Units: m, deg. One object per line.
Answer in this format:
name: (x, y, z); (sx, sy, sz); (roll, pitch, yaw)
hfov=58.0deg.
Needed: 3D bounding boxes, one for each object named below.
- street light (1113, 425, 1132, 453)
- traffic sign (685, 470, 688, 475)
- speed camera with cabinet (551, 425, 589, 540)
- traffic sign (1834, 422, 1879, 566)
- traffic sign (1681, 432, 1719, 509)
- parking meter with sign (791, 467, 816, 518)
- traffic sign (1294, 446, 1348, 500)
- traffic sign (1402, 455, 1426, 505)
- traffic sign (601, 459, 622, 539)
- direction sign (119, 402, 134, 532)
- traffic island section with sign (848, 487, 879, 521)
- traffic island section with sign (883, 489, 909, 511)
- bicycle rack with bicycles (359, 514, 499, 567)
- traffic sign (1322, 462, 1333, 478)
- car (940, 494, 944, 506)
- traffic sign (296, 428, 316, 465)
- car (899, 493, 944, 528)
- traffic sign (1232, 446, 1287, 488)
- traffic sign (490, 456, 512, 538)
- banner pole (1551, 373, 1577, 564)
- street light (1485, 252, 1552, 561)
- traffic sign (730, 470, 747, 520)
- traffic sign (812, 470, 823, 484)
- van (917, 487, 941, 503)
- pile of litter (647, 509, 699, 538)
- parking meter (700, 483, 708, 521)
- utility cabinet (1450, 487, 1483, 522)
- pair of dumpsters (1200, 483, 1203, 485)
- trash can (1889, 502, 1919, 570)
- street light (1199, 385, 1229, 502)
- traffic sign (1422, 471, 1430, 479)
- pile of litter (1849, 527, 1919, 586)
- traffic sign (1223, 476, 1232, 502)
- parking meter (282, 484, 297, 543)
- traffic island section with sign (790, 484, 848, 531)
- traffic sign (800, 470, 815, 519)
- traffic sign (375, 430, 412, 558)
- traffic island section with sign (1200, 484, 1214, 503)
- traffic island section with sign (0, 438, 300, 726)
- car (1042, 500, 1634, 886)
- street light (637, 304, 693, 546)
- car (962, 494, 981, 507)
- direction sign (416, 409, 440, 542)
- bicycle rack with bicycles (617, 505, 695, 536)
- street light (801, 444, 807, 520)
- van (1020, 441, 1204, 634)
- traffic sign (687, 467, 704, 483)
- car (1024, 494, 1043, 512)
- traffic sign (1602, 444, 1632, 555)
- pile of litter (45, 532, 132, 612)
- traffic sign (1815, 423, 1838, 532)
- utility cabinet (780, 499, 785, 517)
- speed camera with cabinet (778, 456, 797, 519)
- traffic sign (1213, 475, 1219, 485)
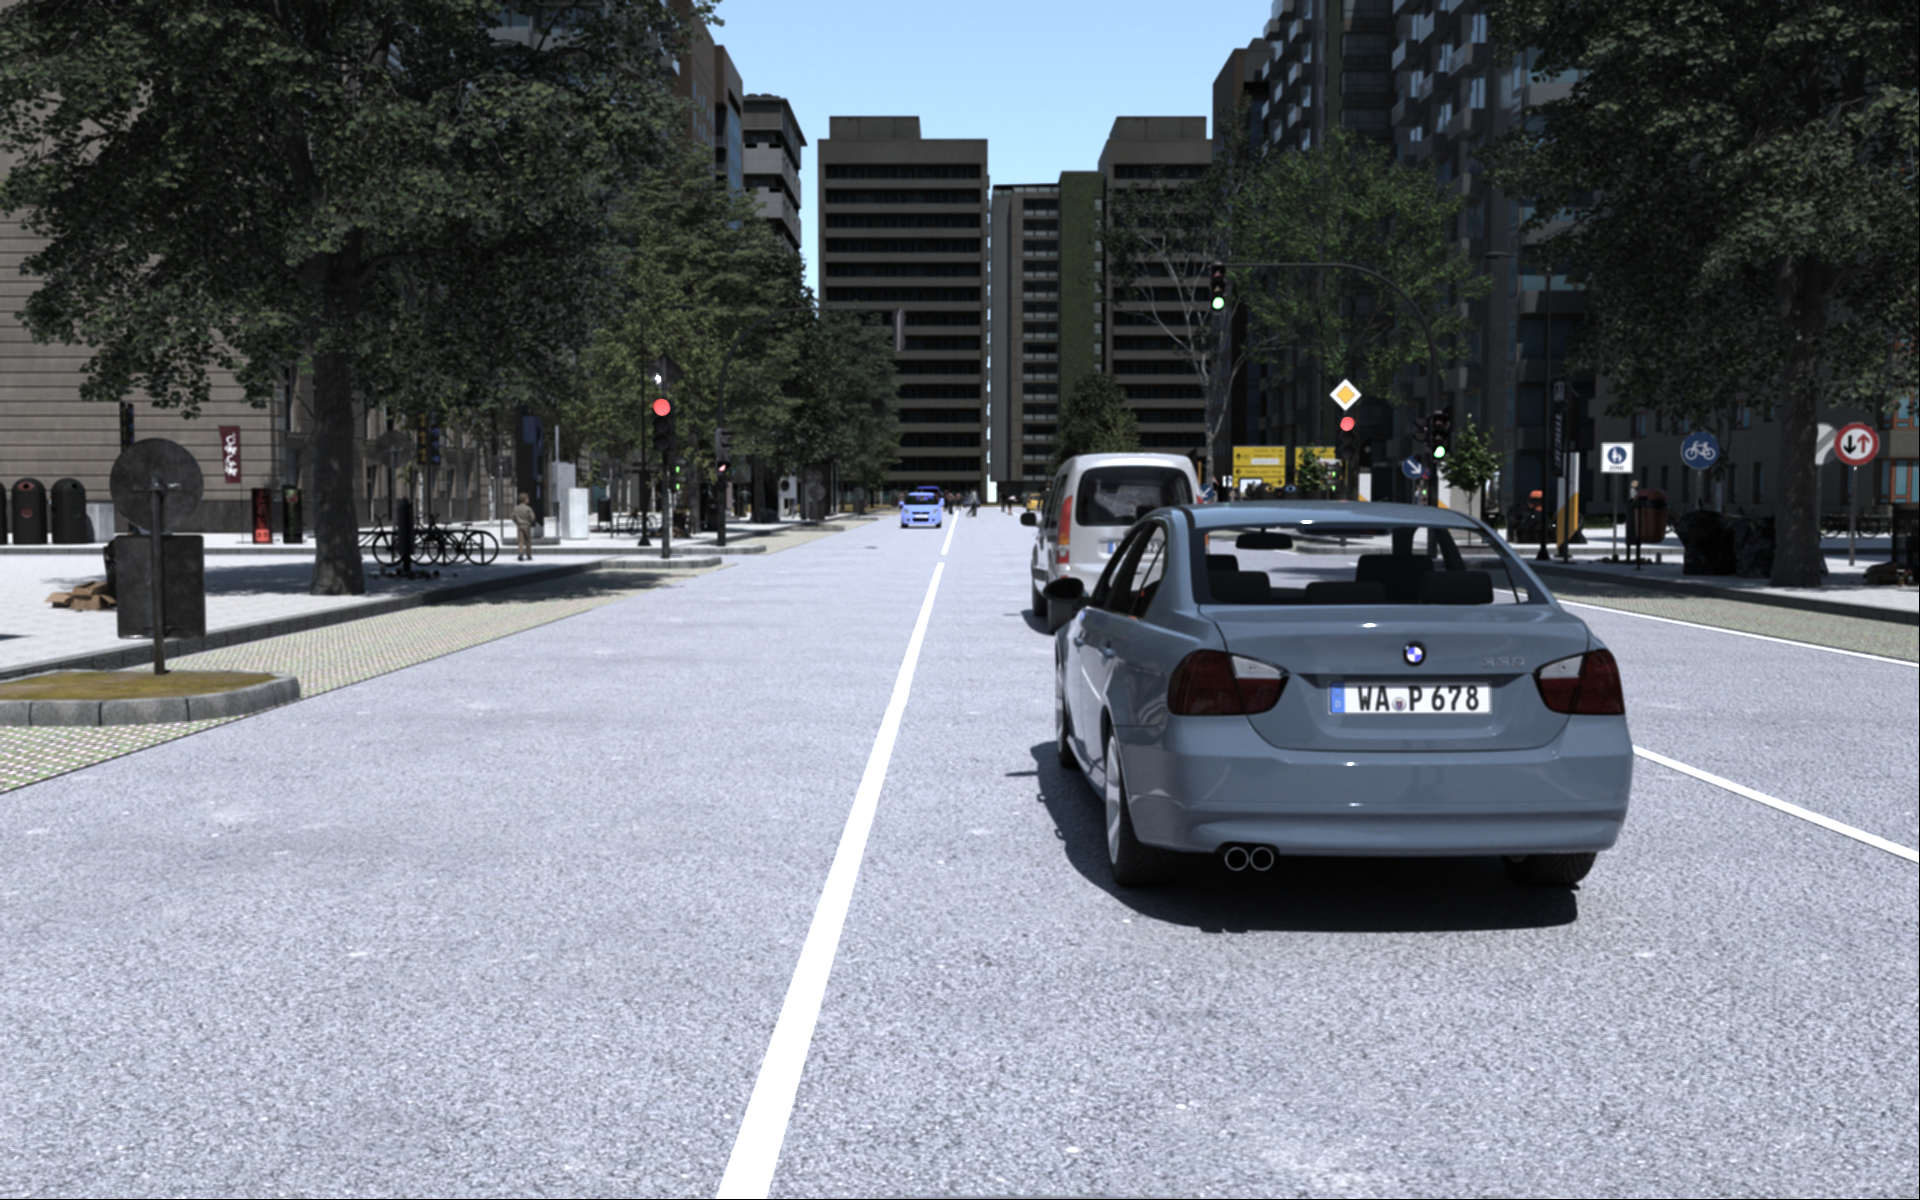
street light: (11.013, -8.839, 117.062); (1.470, 5.913, 1.316); (0, 3, 0)
traffic sign: (-12.538, -4.967, 81.323); (0.768, 2.556, 0.104); (0, 4, 8)
speed camera with cabinet: (-11.142, -3.372, 49.471); (0.660, 3.252, 2.038); (-2, 4, -26)
traffic sign: (15.935, -1.882, 30.870); (0.768, 2.556, 0.104); (0, 4, 7)
traffic sign: (15.085, -2.158, 35.389); (0.768, 2.556, 0.104); (0, 4, 2)
parking meter with sign: (-8.076, -5.874, 92.304); (1.738, 3.016, 0.543); (1, 4, 13)
traffic sign: (15.424, -4.903, 74.034); (2.265, 3.308, 0.079); (0, 4, 8)
traffic sign: (14.870, -3.465, 56.757); (0.768, 2.556, 0.104); (1, 4, 9)
traffic sign: (-10.034, -2.920, 49.864); (0.606, 2.300, 0.079); (0, 4, 1)
direction sign: (-20.638, -3.119, 42.987); (0.379, 3.537, 0.876); (0, 4, -7)
traffic island section with sign: (-5.448, -5.230, 94.133); (1.989, 1.847, 2.006); (0, 3, 0)
traffic island section with sign: (-5.377, -8.289, 144.148); (1.989, 1.847, 2.006); (0, 3, 0)
bicycle rack with bicycles: (-9.753, -1.104, 31.432); (2.925, 0.926, 2.852); (0, 4, 8)
traffic sign: (14.530, -4.226, 69.205); (0.768, 2.556, 0.104); (1, 4, 9)
car: (-2.391, -11.059, 190.411); (1.945, 1.707, 3.694); (0, 4, 1)
traffic sign: (-11.839, -1.955, 31.976); (0.884, 2.594, 0.081); (0, 4, 5)
car: (-1.638, -3.941, 74.020); (1.945, 1.707, 3.694); (0, 4, 0)
traffic sign: (12.587, -4.836, 72.949); (2.265, 3.308, 0.079); (0, 4, 3)
traffic sign: (-12.239, -2.698, 46.238); (0.606, 2.300, 0.079); (1, 4, 9)
banner pole: (11.150, -2.573, 32.083); (0.401, 3.779, 0.863); (0, 4, -8)
street light: (10.771, -3.724, 33.422); (1.470, 5.913, 1.316); (0, 3, 0)
traffic sign: (-10.886, -5.207, 85.139); (0.884, 2.594, 0.081); (0, 4, 2)
traffic sign: (-7.742, -5.687, 93.086); (0.768, 2.556, 0.104); (0, 4, 7)
van: (-2.574, -8.317, 140.360); (2.240, 2.365, 5.245); (0, 4, 1)
pile of litter: (-8.519, -2.269, 51.058); (1.719, 0.858, 1.176); (3, 5, 41)
parking meter: (-12.112, -4.656, 81.835); (0.399, 1.863, 0.255); (-2, 4, -32)
utility cabinet: (14.030, -2.430, 48.404); (1.173, 1.500, 0.318); (-1, 4, -13)
pair of dumpsters: (13.684, -6.261, 104.859); (1.574, 2.255, 4.437); (0, 3, 0)
trash can: (16.128, -1.081, 29.333); (0.748, 1.137, 0.748); (0, 3, 0)
street light: (10.826, -6.185, 73.671); (1.470, 5.913, 1.316); (0, 3, 0)
traffic sign: (16.236, -3.660, 59.942); (0.768, 2.556, 0.104); (1, 4, 9)
pile of litter: (13.479, -0.656, 24.697); (1.719, 0.858, 1.176); (0, 4, -5)
traffic sign: (15.220, -5.883, 98.319); (0.606, 2.300, 0.079); (0, 4, 6)
parking meter: (-17.647, -2.276, 45.616); (0.372, 1.533, 0.369); (0, 3, 0)
traffic island section with sign: (-5.486, -3.570, 66.993); (1.989, 1.847, 2.006); (0, 3, 0)
traffic sign: (-7.971, -5.525, 90.445); (0.768, 2.556, 0.104); (0, 4, 6)
traffic sign: (-11.313, -2.110, 34.604); (0.768, 2.556, 0.104); (0, 4, 7)
traffic island section with sign: (9.428, -3.633, 68.030); (1.989, 1.847, 2.006); (0, 3, 0)
traffic island section with sign: (-5.586, -0.179, 11.550); (1.989, 1.847, 2.006); (0, 3, 0)
car: (1.400, 0.268, 7.627); (2.014, 1.417, 4.499); (0, 4, -1)
street light: (-7.236, -4.279, 42.497); (1.470, 5.913, 1.316); (0, 3, 0)
car: (1.254, -10.658, 186.259); (2.014, 1.417, 4.499); (0, 4, -1)
direction sign: (-14.272, -3.336, 46.544); (0.379, 3.537, 0.876); (1, 4, 22)
bicycle rack with bicycles: (-9.309, -2.497, 54.200); (2.852, 0.926, 2.925); (1, 4, 17)
street light: (-7.156, -6.893, 85.236); (1.470, 5.913, 1.316); (0, 3, 0)
van: (1.699, -0.740, 19.108); (2.013, 2.044, 4.112); (0, 4, -1)
traffic sign: (-9.884, -3.829, 64.740); (0.606, 2.300, 0.079); (0, 4, 5)
car: (6.037, -7.627, 134.929); (2.015, 1.641, 3.980); (0, 4, 1)
traffic sign: (13.173, -1.998, 34.798); (0.606, 2.300, 0.079); (1, 4, 9)
pile of litter: (-9.729, -0.345, 19.601); (1.176, 0.858, 1.719); (-1, 4, -10)
traffic sign: (15.453, -1.900, 31.173); (0.768, 2.556, 0.104); (0, 4, 7)
utility cabinet: (-10.282, -5.216, 96.442); (1.020, 1.237, 0.306); (0, 4, 1)
speed camera with cabinet: (-9.392, -5.803, 89.211); (2.038, 3.252, 0.660); (2, 4, 32)
traffic sign: (15.353, -6.455, 105.550); (0.884, 2.594, 0.081); (0, 4, 4)
